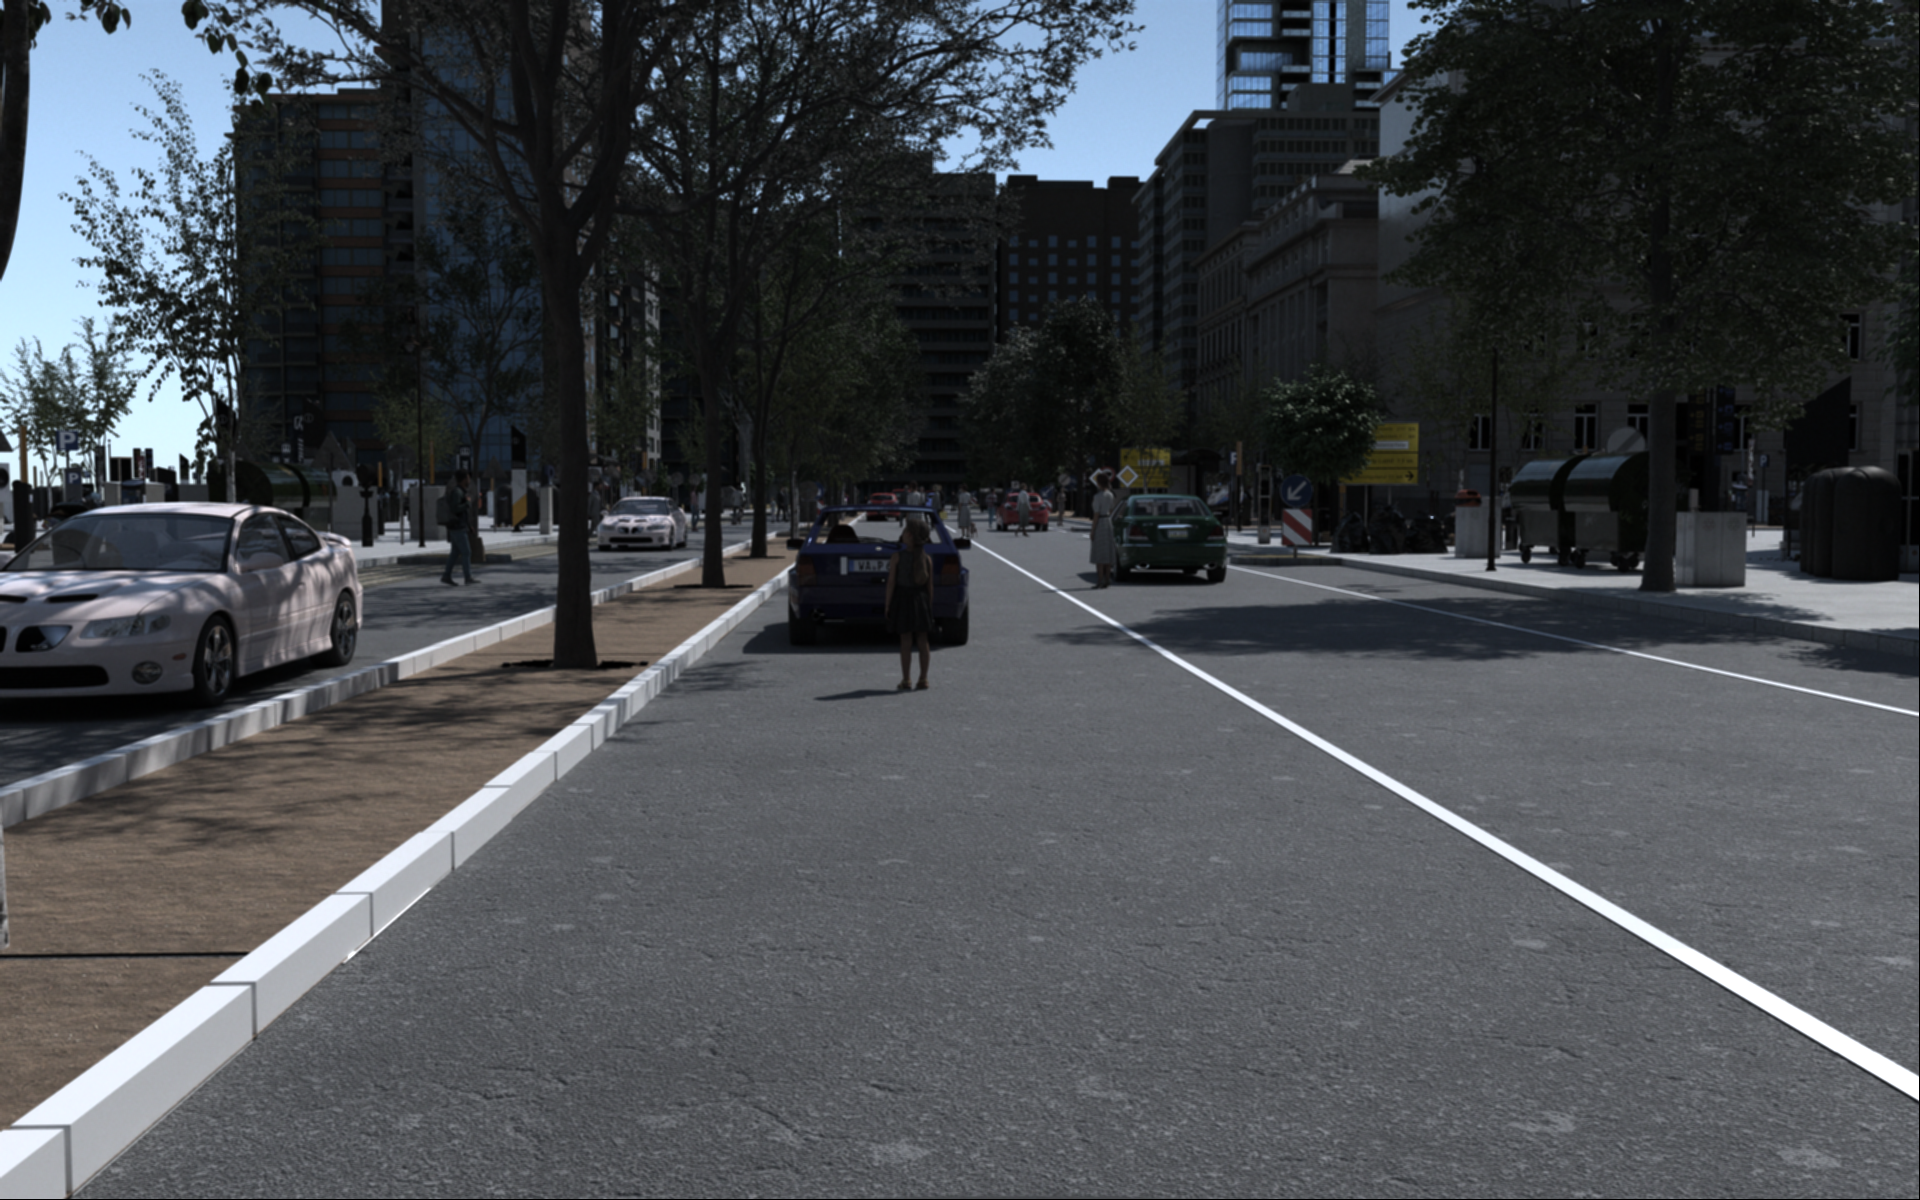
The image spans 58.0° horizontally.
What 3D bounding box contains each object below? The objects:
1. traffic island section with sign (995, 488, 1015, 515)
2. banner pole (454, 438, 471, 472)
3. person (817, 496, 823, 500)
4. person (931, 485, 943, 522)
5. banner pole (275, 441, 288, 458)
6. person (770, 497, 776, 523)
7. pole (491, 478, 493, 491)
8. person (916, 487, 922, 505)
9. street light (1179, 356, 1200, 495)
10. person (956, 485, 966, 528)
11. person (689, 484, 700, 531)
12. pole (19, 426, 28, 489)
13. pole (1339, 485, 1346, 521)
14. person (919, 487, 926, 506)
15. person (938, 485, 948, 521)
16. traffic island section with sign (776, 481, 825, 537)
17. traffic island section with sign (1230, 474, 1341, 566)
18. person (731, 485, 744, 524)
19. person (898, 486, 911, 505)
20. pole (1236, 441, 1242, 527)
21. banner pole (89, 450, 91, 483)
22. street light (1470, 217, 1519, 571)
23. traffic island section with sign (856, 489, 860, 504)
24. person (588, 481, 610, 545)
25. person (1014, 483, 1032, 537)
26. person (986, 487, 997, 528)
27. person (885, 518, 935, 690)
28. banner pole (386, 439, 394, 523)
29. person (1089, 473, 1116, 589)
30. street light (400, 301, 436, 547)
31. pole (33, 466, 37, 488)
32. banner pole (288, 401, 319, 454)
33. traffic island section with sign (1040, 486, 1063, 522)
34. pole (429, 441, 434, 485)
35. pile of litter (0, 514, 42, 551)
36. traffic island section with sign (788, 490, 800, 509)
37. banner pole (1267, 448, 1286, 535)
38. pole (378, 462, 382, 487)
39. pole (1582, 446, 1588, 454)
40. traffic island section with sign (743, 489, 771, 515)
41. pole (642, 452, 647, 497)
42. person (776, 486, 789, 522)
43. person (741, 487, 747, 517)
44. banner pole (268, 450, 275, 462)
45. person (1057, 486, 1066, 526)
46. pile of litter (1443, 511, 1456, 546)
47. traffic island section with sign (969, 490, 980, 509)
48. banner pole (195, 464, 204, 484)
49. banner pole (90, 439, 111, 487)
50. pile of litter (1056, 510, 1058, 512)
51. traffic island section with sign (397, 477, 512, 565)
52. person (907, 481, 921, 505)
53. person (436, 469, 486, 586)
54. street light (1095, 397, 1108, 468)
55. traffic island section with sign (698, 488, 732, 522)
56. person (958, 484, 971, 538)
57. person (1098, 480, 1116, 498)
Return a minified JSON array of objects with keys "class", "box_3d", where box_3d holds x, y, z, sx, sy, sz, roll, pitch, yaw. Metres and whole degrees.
[{"class":"traffic island section with sign","box_3d":[3.242,-6.691,118.018,1.989,1.847,2.006,0,4,-2]},{"class":"banner pole","box_3d":[-22.258,-5.344,77.395,0.863,3.779,0.401,-1,4,-17]},{"class":"person","box_3d":[-10.844,-7.777,135.429,0.755,1.850,0.659,-2,4,-24]},{"class":"person","box_3d":[-0.914,-3.578,67.177,0.728,1.800,0.709,0,4,2]},{"class":"banner pole","box_3d":[-28.043,-5.046,72.518,0.401,3.779,0.863,2,4,34]},{"class":"person","box_3d":[-9.291,-4.469,85.849,0.425,1.301,0.394,3,4,36]},{"class":"pole","box_3d":[-33.147,-7.886,122.785,0.158,3.312,0.155,0,3,0]},{"class":"person","box_3d":[-1.790,-3.813,71.242,0.661,1.777,0.834,-3,4,-36]},{"class":"street light","box_3d":[7.683,-5.214,58.044,0.468,5.910,1.993,0,4,-2]},{"class":"person","box_3d":[0.094,-3.903,72.493,0.473,1.802,0.592,2,4,33]},{"class":"person","box_3d":[-10.224,-3.559,66.704,0.388,1.821,0.555,-2,4,-31]},{"class":"pole","box_3d":[-27.973,-3.543,51.772,0.158,3.312,0.155,0,3,0]},{"class":"pole","box_3d":[11.468,-3.550,51.885,0.158,3.312,0.155,0,3,0]},{"class":"person","box_3d":[-1.737,-4.408,80.971,0.834,1.777,0.661,3,5,42]},{"class":"person","box_3d":[-0.843,-3.747,69.988,0.699,1.804,1.509,0,4,-1]},{"class":"traffic island section with sign","box_3d":[-5.137,-3.065,58.243,2.006,1.907,1.989,0,4,-2]},{"class":"traffic island section with sign","box_3d":[6.605,-1.641,35.453,1.989,1.847,2.006,0,4,-2]},{"class":"person","box_3d":[-10.614,-4.541,82.598,0.661,1.843,0.795,1,4,14]},{"class":"person","box_3d":[-2.389,-4.071,75.239,0.661,1.801,0.590,-1,4,-15]},{"class":"pole","box_3d":[10.814,-4.484,67.160,0.158,3.312,0.155,0,3,0]},{"class":"banner pole","box_3d":[-41.702,-5.695,83.136,0.401,3.779,0.863,-2,4,-31]},{"class":"street light","box_3d":[8.882,-3.425,28.786,0.468,5.910,1.993,0,4,-2]},{"class":"traffic island section with sign","box_3d":[-8.484,-8.109,140.721,2.006,1.907,1.989,0,4,-2]},{"class":"person","box_3d":[-10.110,-2.402,48.054,0.850,1.792,0.678,1,4,9]},{"class":"person","box_3d":[2.091,-3.029,58.246,0.641,1.798,0.478,-1,4,-23]},{"class":"person","box_3d":[1.321,-3.901,73.121,0.563,1.720,0.643,3,5,44]},{"class":"person","box_3d":[-0.372,0.028,12.708,0.362,1.253,0.373,-1,4,-16]},{"class":"banner pole","box_3d":[-25.645,-5.378,77.947,0.401,3.779,0.863,-3,5,-40]},{"class":"person","box_3d":[2.114,-1.058,26.371,0.524,1.755,0.480,3,5,42]},{"class":"street light","box_3d":[-13.014,-4.216,41.721,0.468,5.910,1.993,0,4,-2]},{"class":"pole","box_3d":[-67.295,-8.088,126.075,0.158,3.312,0.155,0,3,0]},{"class":"banner pole","box_3d":[-17.475,-3.455,46.508,0.863,3.779,0.401,-2,4,-27]},{"class":"traffic island section with sign","box_3d":[4.348,-5.038,90.998,1.989,1.847,2.006,0,4,-2]},{"class":"pole","box_3d":[-20.177,-4.427,66.222,0.158,3.312,0.155,0,3,0]},{"class":"pile of litter","box_3d":[-21.398,-1.562,39.509,1.719,0.858,1.176,1,4,19]},{"class":"traffic island section with sign","box_3d":[-15.756,-9.732,167.740,1.989,1.847,2.006,0,4,-2]},{"class":"banner pole","box_3d":[9.810,-3.910,53.951,0.863,3.779,0.401,0,4,-5]},{"class":"pole","box_3d":[-36.770,-7.095,109.840,0.158,3.312,0.155,0,3,0]},{"class":"pole","box_3d":[26.373,-4.852,73.179,0.158,3.312,0.155,0,3,0]},{"class":"traffic island section with sign","box_3d":[-13.727,-6.673,117.724,1.989,1.847,2.006,0,4,-2]},{"class":"pole","box_3d":[-15.320,-5.520,84.098,0.158,3.312,0.155,0,3,0]},{"class":"person","box_3d":[-8.993,-4.860,87.733,0.755,1.850,0.659,2,4,33]},{"class":"person","box_3d":[-13.325,-5.953,105.606,0.659,1.850,0.755,0,4,-2]},{"class":"banner pole","box_3d":[-38.995,-6.631,98.438,0.863,3.779,0.401,0,4,6]},{"class":"person","box_3d":[4.526,-4.170,77.015,0.599,1.781,0.374,-3,5,-44]},{"class":"pile of litter","box_3d":[12.087,-1.775,42.992,1.176,0.858,1.719,-1,4,-21]},{"class":"traffic island section with sign","box_3d":[1.208,-9.753,168.090,1.989,1.847,2.006,0,4,-2]},{"class":"banner pole","box_3d":[-54.207,-8.174,123.659,0.401,3.779,0.863,2,4,29]},{"class":"banner pole","box_3d":[-38.990,-5.440,78.964,0.863,3.779,0.401,-2,4,-27]},{"class":"pile of litter","box_3d":[6.440,-6.860,126.129,1.176,0.858,1.719,-2,4,-28]},{"class":"traffic island section with sign","box_3d":[-10.408,-1.668,35.894,1.989,1.847,2.006,0,4,-2]},{"class":"person","box_3d":[-1.183,-2.043,42.465,0.524,1.755,0.480,3,5,44]},{"class":"person","box_3d":[-7.731,-1.124,26.865,0.713,1.824,0.794,0,4,1]},{"class":"street light","box_3d":[6.672,-6.654,81.587,0.468,5.910,1.993,0,4,-2]},{"class":"traffic island section with sign","box_3d":[-12.626,-5.012,90.571,1.989,1.847,2.006,0,4,-2]},{"class":"person","box_3d":[0.124,-2.874,56.055,0.480,1.755,0.524,-2,4,-34]},{"class":"person","box_3d":[4.694,-2.921,55.622,0.648,1.900,0.474,-3,5,-41]}]
